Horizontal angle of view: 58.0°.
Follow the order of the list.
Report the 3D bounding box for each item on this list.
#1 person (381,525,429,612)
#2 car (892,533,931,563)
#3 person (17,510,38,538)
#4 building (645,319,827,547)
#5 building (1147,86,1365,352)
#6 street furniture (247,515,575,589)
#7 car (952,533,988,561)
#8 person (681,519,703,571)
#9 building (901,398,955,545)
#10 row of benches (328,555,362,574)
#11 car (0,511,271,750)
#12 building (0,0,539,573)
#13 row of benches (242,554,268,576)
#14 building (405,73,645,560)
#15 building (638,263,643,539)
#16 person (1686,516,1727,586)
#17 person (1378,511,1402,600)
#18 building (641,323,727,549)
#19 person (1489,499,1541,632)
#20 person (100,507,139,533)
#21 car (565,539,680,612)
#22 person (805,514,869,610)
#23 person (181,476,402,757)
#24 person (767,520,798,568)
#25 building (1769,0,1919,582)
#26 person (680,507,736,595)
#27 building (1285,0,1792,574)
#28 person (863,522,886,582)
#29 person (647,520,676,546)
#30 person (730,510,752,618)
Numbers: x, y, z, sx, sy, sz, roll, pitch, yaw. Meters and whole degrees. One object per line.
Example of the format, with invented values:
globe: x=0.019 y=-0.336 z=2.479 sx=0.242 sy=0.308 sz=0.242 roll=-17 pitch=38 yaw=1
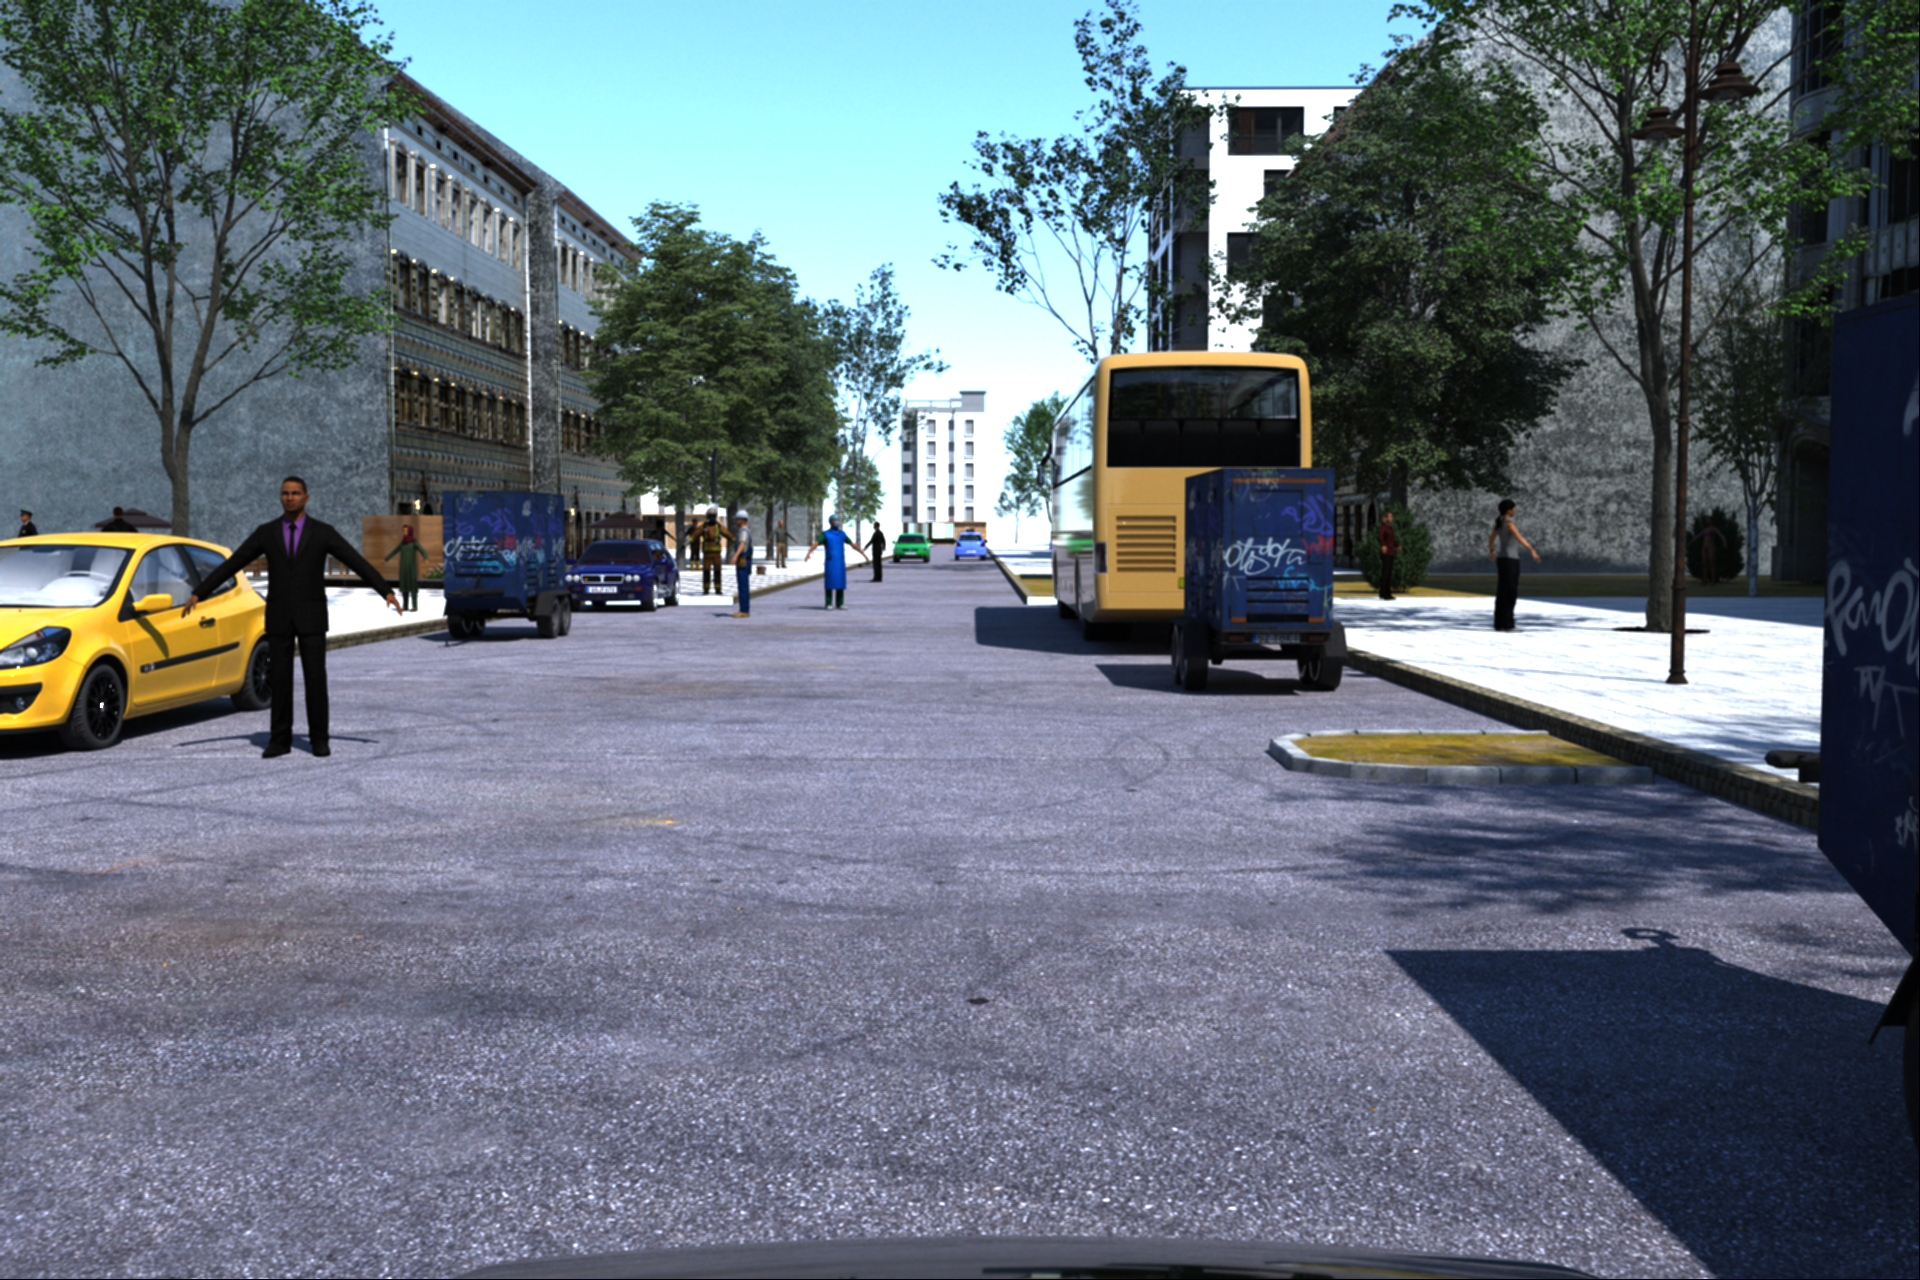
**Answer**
person: x=-9.175 y=-1.191 z=28.680 sx=0.989 sy=1.438 sz=0.599 roll=2 pitch=4 yaw=24
car: x=-2.434 y=-4.793 z=87.168 sx=1.959 sy=1.807 sz=4.718 roll=0 pitch=4 yaw=0
person: x=-21.337 y=-2.057 z=39.572 sx=1.347 sy=1.837 sz=0.705 roll=3 pitch=4 yaw=38
building: x=-24.281 y=-21.374 z=180.399 sx=19.493 sy=23.208 sz=18.063 roll=0 pitch=4 yaw=0
building: x=24.051 y=-15.394 z=95.665 sx=27.936 sy=21.610 sz=32.646 roll=0 pitch=4 yaw=1
street furniture: x=-11.964 y=-2.282 z=44.168 sx=9.812 sy=1.723 sz=11.010 roll=2 pitch=4 yaw=29
car: x=0.559 y=-5.184 z=94.344 sx=1.945 sy=1.707 sz=3.694 roll=0 pitch=4 yaw=-1
person: x=-9.136 y=-3.286 z=59.861 sx=0.704 sy=1.812 sz=1.346 roll=3 pitch=5 yaw=44
building: x=-7.462 y=-22.785 z=231.415 sx=11.380 sy=20.090 sz=16.016 roll=0 pitch=4 yaw=-6
row of benches: x=-18.706 y=-2.359 z=54.035 sx=1.422 sy=0.672 sz=4.104 roll=-3 pitch=5 yaw=-40
car: x=-6.509 y=-0.151 z=12.696 sx=2.015 sy=1.641 sz=3.980 roll=0 pitch=4 yaw=1
building: x=-27.877 y=-14.352 z=65.591 sx=19.493 sy=23.208 sz=18.063 roll=0 pitch=4 yaw=1
row of benches: x=-21.456 y=-2.199 z=51.414 sx=1.422 sy=0.672 sz=4.104 roll=1 pitch=4 yaw=20
building: x=-26.766 y=-15.523 z=84.734 sx=19.493 sy=23.208 sz=18.063 roll=0 pitch=4 yaw=1
building: x=-26.506 y=-15.137 z=103.918 sx=16.016 sy=20.090 sz=11.380 roll=0 pitch=4 yaw=1
person: x=18.516 y=-2.210 z=42.931 sx=0.721 sy=1.733 sz=1.217 roll=-2 pitch=4 yaw=-26
person: x=8.375 y=-1.643 z=33.674 sx=0.721 sy=1.729 sz=1.215 roll=2 pitch=4 yaw=28
building: x=-26.896 y=-18.229 z=154.467 sx=16.016 sy=20.090 sz=11.380 roll=0 pitch=4 yaw=0
person: x=7.266 y=-0.976 z=22.773 sx=0.721 sy=1.737 sz=1.217 roll=-1 pitch=4 yaw=-11
person: x=-16.089 y=-1.646 z=33.128 sx=1.348 sy=1.803 sz=0.705 roll=-3 pitch=5 yaw=-42
car: x=-6.478 y=-1.263 z=33.222 sx=1.945 sy=1.354 sz=3.894 roll=0 pitch=3 yaw=0
person: x=-2.352 y=-1.475 z=32.704 sx=1.347 sy=1.817 sz=0.704 roll=-2 pitch=4 yaw=-32
person: x=-4.296 y=-0.154 z=11.200 sx=1.346 sy=1.802 sz=0.704 roll=-1 pitch=4 yaw=-10
person: x=-6.748 y=-3.611 z=65.305 sx=1.348 sy=1.796 sz=0.705 roll=-3 pitch=4 yaw=-38
building: x=26.687 y=-12.833 z=26.478 sx=14.369 sy=24.946 sz=33.146 roll=0 pitch=4 yaw=1
person: x=-5.235 y=-1.883 z=36.563 sx=1.354 sy=1.858 sz=0.705 roll=-1 pitch=4 yaw=-13
building: x=23.461 y=-14.286 z=64.512 sx=19.493 sy=23.208 sz=18.063 roll=0 pitch=3 yaw=0
person: x=-2.501 y=-2.632 z=51.712 sx=0.704 sy=1.802 sz=1.346 roll=2 pitch=4 yaw=25
person: x=-11.459 y=-3.681 z=66.329 sx=1.345 sy=1.843 sz=0.704 roll=1 pitch=4 yaw=13
person: x=-3.778 y=-1.320 z=29.888 sx=0.705 sy=1.847 sz=1.347 roll=0 pitch=4 yaw=-2
